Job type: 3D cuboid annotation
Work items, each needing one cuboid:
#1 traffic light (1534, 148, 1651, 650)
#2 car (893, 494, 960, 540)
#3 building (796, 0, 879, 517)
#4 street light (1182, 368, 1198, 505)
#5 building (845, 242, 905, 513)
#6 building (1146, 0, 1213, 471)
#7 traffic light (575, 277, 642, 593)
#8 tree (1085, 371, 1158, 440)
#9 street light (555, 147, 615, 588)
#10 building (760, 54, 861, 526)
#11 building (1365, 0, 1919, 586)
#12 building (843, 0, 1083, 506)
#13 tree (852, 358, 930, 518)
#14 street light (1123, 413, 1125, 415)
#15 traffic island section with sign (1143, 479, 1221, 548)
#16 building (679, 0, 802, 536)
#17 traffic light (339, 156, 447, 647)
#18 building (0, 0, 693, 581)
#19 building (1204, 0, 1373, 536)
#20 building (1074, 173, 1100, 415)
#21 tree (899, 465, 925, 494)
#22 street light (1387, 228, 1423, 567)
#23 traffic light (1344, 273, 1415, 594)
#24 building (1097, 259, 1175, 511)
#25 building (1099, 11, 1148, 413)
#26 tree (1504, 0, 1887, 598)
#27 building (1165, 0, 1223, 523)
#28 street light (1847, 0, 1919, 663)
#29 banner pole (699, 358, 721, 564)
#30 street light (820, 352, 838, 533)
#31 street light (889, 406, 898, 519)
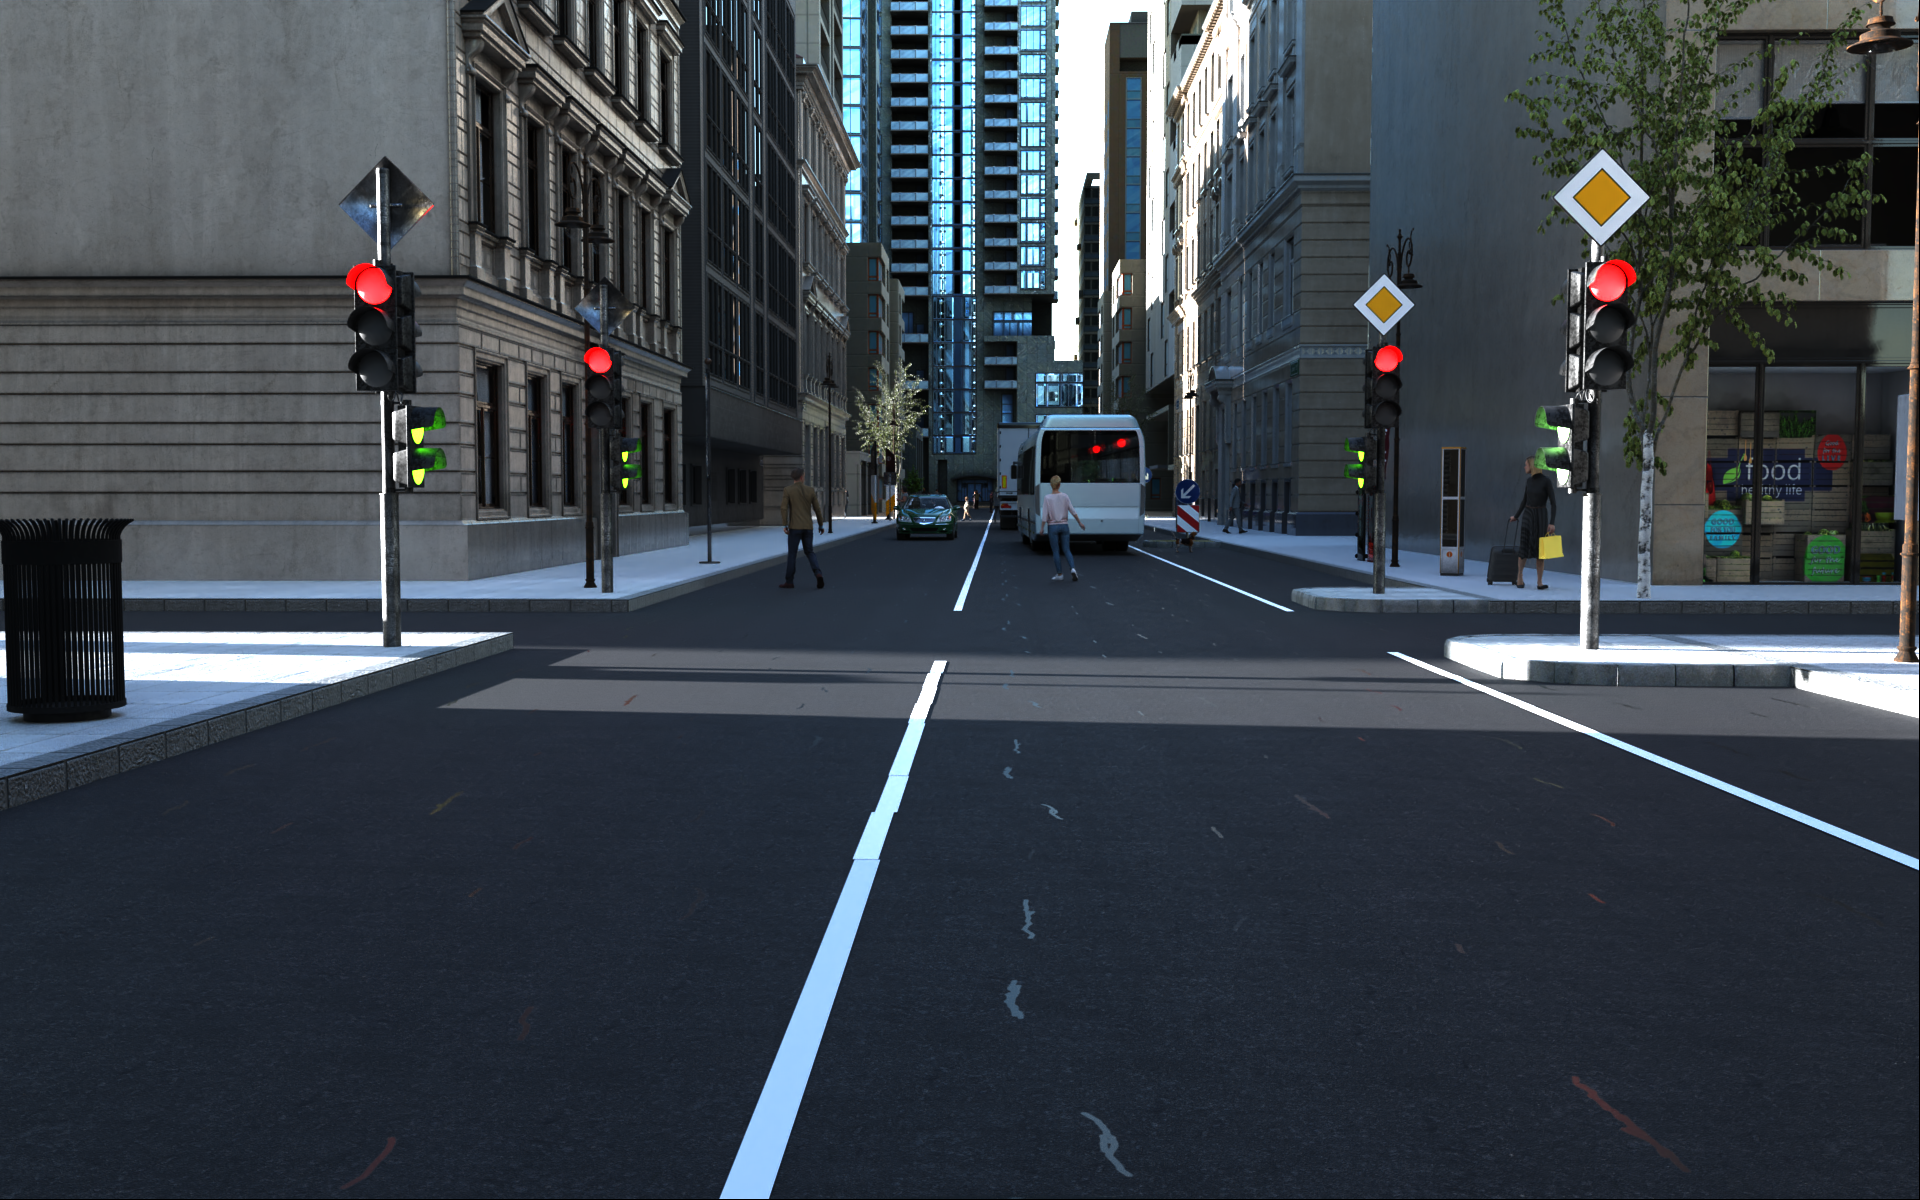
[{"bbox_3d":[5.198,-1.549,14.243,0.839,4.253,0.868,0,4,1],"label":"traffic light"},{"bbox_3d":[-1.032,-2.684,55.678,2.131,1.459,4.920,0,4,2],"label":"car"},{"bbox_3d":[-15.628,-40.891,106.822,20.563,71.187,20.611,0,4,1],"label":"building"},{"bbox_3d":[8.425,-5.541,63.376,0.468,5.910,1.993,0,4,1],"label":"street light"},{"bbox_3d":[-18.882,-17.670,133.944,27.650,21.520,28.899,0,4,1],"label":"building"},{"bbox_3d":[26.701,-32.015,112.689,28.713,52.752,27.495,0,4,1],"label":"building"},{"bbox_3d":[-4.575,-2.050,22.442,0.839,4.253,0.868,0,4,1],"label":"traffic light"},{"bbox_3d":[9.438,-9.262,101.797,4.360,8.622,3.978,0,3,0],"label":"tree"},{"bbox_3d":[-5.072,-3.107,23.587,0.468,5.910,1.993,0,4,1],"label":"street light"},{"bbox_3d":[-11.108,-14.845,78.879,11.583,22.565,21.152,0,4,1],"label":"building"},{"bbox_3d":[26.945,-13.957,32.709,34.151,26.468,19.350,0,4,1],"label":"building"},{"bbox_3d":[-2.218,-53.785,192.055,31.000,86.520,22.319,0,4,1],"label":"building"},{"bbox_3d":[-3.643,-8.726,93.040,4.360,8.622,3.978,0,3,0],"label":"tree"},{"bbox_3d":[9.118,-7.594,96.955,0.468,5.910,1.993,0,4,1],"label":"street light"},{"bbox_3d":[6.014,-2.359,47.193,1.989,1.847,2.006,0,4,1],"label":"traffic island section with sign"},{"bbox_3d":[-13.518,-16.048,55.893,14.314,27.812,24.014,0,4,1],"label":"building"},{"bbox_3d":[-4.761,-1.562,14.459,0.839,4.253,0.868,0,4,1],"label":"traffic light"},{"bbox_3d":[-11.743,-10.366,34.113,10.561,19.102,19.286,0,4,1],"label":"building"},{"bbox_3d":[16.747,-16.877,61.850,13.634,28.700,20.117,0,4,1],"label":"building"},{"bbox_3d":[25.400,-30.977,198.359,23.993,40.220,32.217,0,4,1],"label":"building"},{"bbox_3d":[-3.115,-7.145,111.422,1.663,3.219,1.824,0,3,0],"label":"tree"},{"bbox_3d":[7.670,-3.522,30.374,0.468,5.910,1.993,0,4,1],"label":"street light"},{"bbox_3d":[5.384,-2.037,22.226,0.839,4.253,0.868,0,4,1],"label":"traffic light"},{"bbox_3d":[25.895,-18.151,141.813,27.650,21.520,28.899,0,4,1],"label":"building"},{"bbox_3d":[20.434,-31.353,162.728,14.600,45.320,14.200,0,4,1],"label":"building"},{"bbox_3d":[8.674,-4.328,21.125,4.737,8.622,4.395,0,3,0],"label":"tree"},{"bbox_3d":[17.331,-17.572,84.573,12.463,27.353,25.104,0,4,1],"label":"building"},{"bbox_3d":[7.245,-2.464,13.078,0.468,5.910,1.993,0,4,1],"label":"street light"},{"bbox_3d":[-4.620,-2.551,31.729,0.401,3.779,0.863,0,4,-4],"label":"banner pole"},{"bbox_3d":[-4.258,-5.130,56.664,0.468,5.910,1.993,0,4,1],"label":"street light"},{"bbox_3d":[-3.407,-7.132,89.394,0.468,5.910,1.993,0,4,1],"label":"street light"}]
